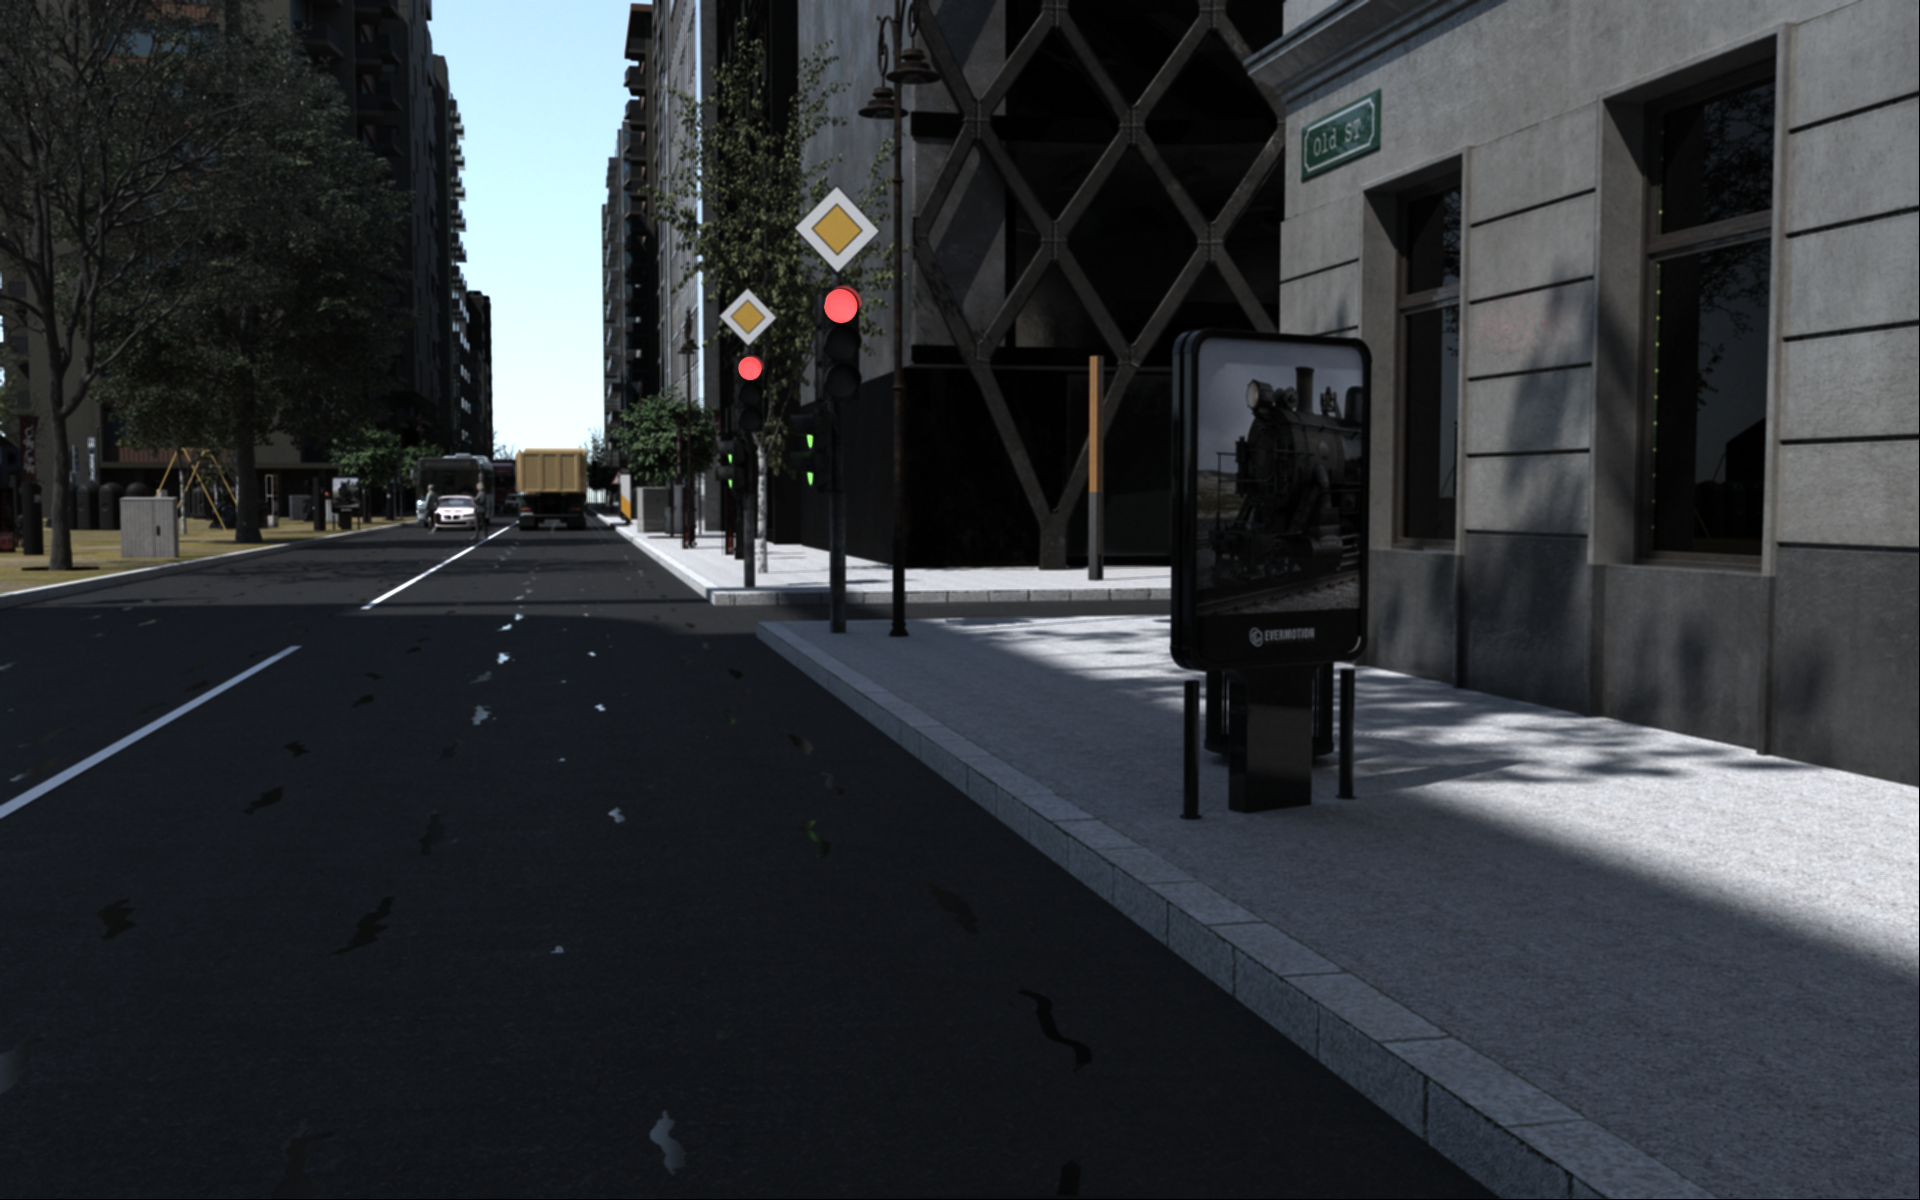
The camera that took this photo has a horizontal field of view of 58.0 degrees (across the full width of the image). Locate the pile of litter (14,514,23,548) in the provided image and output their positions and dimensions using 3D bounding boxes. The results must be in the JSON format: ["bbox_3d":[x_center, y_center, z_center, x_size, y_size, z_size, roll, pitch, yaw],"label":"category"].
[{"bbox_3d":[-22.894,-1.704,41.824,1.176,0.858,1.719,0,4,0],"label":"pile of litter"}]

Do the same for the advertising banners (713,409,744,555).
[{"bbox_3d":[-4.877,-2.477,36.687,0.090,3.025,2.074,1,4,11],"label":"advertising banners"}]

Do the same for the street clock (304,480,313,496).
[{"bbox_3d":[-34.316,-5.304,91.287,0.358,2.002,0.471,1,4,19],"label":"street clock"}]

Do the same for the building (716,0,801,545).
[{"bbox_3d":[-0.458,-13.617,52.308,12.332,23.373,15.834,-1,4,-13],"label":"building"}]

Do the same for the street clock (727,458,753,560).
[{"bbox_3d":[-4.309,-1.795,33.918,0.471,2.002,0.358,0,4,3],"label":"street clock"}]

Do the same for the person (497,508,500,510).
[{"bbox_3d":[-42.591,-9.241,159.675,0.705,1.814,1.350,0,3,0],"label":"person"}]

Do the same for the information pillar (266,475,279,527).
[{"bbox_3d":[-26.522,-3.810,66.785,0.304,2.012,0.304,1,4,17],"label":"information pillar"}]

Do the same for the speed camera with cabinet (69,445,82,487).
[{"bbox_3d":[-36.027,-4.693,71.060,0.660,3.252,2.038,1,4,8],"label":"speed camera with cabinet"}]

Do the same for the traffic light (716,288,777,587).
[{"bbox_3d":[-2.916,-2.129,23.734,0.839,4.253,0.868,-1,4,-13],"label":"traffic light"}]

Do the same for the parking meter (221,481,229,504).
[{"bbox_3d":[-33.544,-4.486,79.061,0.255,1.863,0.399,-2,4,-33],"label":"parking meter"}]

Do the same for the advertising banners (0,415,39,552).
[{"bbox_3d":[-21.055,-2.562,38.073,0.090,3.025,2.074,1,4,19],"label":"advertising banners"}]

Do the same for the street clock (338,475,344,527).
[{"bbox_3d":[-23.903,-3.813,66.906,0.471,2.002,0.358,1,4,23],"label":"street clock"}]

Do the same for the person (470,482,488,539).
[{"bbox_3d":[-15.218,-2.822,54.831,0.526,1.800,0.537,-2,4,-28],"label":"person"}]

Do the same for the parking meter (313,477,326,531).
[{"bbox_3d":[-22.442,-3.362,60.676,0.255,1.863,0.399,1,4,14],"label":"parking meter"}]

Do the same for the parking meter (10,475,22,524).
[{"bbox_3d":[-29.345,-2.953,53.992,0.255,1.863,0.399,1,4,17],"label":"parking meter"}]

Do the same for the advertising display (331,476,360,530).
[{"bbox_3d":[-22.025,-3.480,62.112,0.974,1.923,0.123,-1,4,-13],"label":"advertising display"}]

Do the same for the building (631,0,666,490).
[{"bbox_3d":[-14.840,-42.449,132.285,20.563,71.187,20.611,-1,4,-13],"label":"building"}]

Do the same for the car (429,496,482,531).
[{"bbox_3d":[-20.107,-3.469,69.084,2.083,1.381,4.827,-1,4,-13],"label":"car"}]

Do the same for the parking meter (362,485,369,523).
[{"bbox_3d":[-26.791,-4.433,78.188,0.255,1.863,0.399,-3,5,-41],"label":"parking meter"}]

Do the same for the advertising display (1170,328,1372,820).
[{"bbox_3d":[1.270,-0.111,7.032,0.974,1.923,0.123,-2,4,-32],"label":"advertising display"}]

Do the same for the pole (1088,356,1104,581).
[{"bbox_3d":[2.021,-1.947,25.676,0.158,3.312,0.155,0,3,0],"label":"pole"}]

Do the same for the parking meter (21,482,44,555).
[{"bbox_3d":[-19.531,-1.716,36.470,0.372,1.533,0.369,0,3,0],"label":"parking meter"}]

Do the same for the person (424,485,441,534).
[{"bbox_3d":[-19.120,-3.297,62.888,0.515,1.767,0.782,1,4,16],"label":"person"}]

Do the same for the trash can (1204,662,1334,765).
[{"bbox_3d":[1.482,0.206,8.284,0.748,1.137,0.748,0,3,0],"label":"trash can"}]

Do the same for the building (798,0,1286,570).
[{"bbox_3d":[6.038,-10.327,36.292,16.811,18.784,16.820,-1,4,-13],"label":"building"}]

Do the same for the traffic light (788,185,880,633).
[{"bbox_3d":[-1.150,-1.653,15.946,0.839,4.253,0.868,-1,4,-13],"label":"traffic light"}]

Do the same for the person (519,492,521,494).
[{"bbox_3d":[-56.898,-13.163,223.845,1.348,1.807,0.705,1,4,18],"label":"person"}]

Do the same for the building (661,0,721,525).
[{"bbox_3d":[-8.602,-16.581,89.125,12.078,24.808,19.932,-1,4,-13],"label":"building"}]

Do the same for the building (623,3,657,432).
[{"bbox_3d":[-18.973,-30.755,157.475,22.147,44.769,28.867,-1,4,-13],"label":"building"}]

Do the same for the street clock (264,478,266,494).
[{"bbox_3d":[-30.049,-4.328,75.336,0.358,2.002,0.471,0,4,6],"label":"street clock"}]

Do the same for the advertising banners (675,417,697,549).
[{"bbox_3d":[-6.441,-2.720,40.655,0.090,3.025,2.074,0,4,3],"label":"advertising banners"}]

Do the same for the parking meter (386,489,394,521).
[{"bbox_3d":[-27.627,-4.618,83.912,0.372,1.533,0.369,0,3,0],"label":"parking meter"}]

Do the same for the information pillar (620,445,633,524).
[{"bbox_3d":[-14.168,-5.024,73.504,0.504,3.616,0.183,1,4,22],"label":"information pillar"}]

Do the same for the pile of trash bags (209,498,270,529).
[{"bbox_3d":[-26.546,-3.322,64.073,1.912,1.369,3.447,-2,4,-33],"label":"pile of trash bags"}]

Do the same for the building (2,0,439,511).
[{"bbox_3d":[-54.946,-33.236,132.653,28.713,52.752,27.495,-1,4,-13],"label":"building"}]

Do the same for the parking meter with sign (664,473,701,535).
[{"bbox_3d":[-8.753,-3.589,54.938,0.543,3.016,1.738,-3,5,-45],"label":"parking meter with sign"}]

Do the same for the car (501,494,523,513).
[{"bbox_3d":[-33.281,-7.298,129.539,2.015,1.641,3.980,-1,4,-13],"label":"car"}]

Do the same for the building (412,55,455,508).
[{"bbox_3d":[-53.316,-28.857,155.412,14.154,41.232,14.086,-1,4,-13],"label":"building"}]

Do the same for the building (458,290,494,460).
[{"bbox_3d":[-72.596,-28.706,241.050,14.160,30.474,14.107,-1,4,-13],"label":"building"}]

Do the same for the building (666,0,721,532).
[{"bbox_3d":[-5.065,-15.382,69.525,12.078,24.808,19.932,-1,4,-13],"label":"building"}]

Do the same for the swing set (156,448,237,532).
[{"bbox_3d":[-26.567,-3.832,60.270,2.862,2.851,3.119,0,4,-7],"label":"swing set"}]

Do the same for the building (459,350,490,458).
[{"bbox_3d":[-74.353,-22.867,218.921,27.650,21.520,28.899,-1,4,-13],"label":"building"}]

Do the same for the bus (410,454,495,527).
[{"bbox_3d":[-22.832,-5.127,78.678,2.948,3.499,13.247,-1,4,-12],"label":"bus"}]

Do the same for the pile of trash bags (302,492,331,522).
[{"bbox_3d":[-30.145,-4.423,82.066,1.912,1.369,3.447,-1,4,-18],"label":"pile of trash bags"}]

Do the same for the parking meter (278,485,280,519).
[{"bbox_3d":[-35.743,-5.180,90.410,0.255,1.863,0.399,3,5,39],"label":"parking meter"}]

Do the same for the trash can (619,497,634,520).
[{"bbox_3d":[-16.258,-4.458,84.547,0.748,1.137,0.748,0,3,0],"label":"trash can"}]

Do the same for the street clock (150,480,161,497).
[{"bbox_3d":[-42.366,-5.300,91.224,0.471,2.002,0.358,1,4,13],"label":"street clock"}]

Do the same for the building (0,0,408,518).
[{"bbox_3d":[-46.305,-27.606,105.990,22.147,44.769,28.867,-1,4,-13],"label":"building"}]
